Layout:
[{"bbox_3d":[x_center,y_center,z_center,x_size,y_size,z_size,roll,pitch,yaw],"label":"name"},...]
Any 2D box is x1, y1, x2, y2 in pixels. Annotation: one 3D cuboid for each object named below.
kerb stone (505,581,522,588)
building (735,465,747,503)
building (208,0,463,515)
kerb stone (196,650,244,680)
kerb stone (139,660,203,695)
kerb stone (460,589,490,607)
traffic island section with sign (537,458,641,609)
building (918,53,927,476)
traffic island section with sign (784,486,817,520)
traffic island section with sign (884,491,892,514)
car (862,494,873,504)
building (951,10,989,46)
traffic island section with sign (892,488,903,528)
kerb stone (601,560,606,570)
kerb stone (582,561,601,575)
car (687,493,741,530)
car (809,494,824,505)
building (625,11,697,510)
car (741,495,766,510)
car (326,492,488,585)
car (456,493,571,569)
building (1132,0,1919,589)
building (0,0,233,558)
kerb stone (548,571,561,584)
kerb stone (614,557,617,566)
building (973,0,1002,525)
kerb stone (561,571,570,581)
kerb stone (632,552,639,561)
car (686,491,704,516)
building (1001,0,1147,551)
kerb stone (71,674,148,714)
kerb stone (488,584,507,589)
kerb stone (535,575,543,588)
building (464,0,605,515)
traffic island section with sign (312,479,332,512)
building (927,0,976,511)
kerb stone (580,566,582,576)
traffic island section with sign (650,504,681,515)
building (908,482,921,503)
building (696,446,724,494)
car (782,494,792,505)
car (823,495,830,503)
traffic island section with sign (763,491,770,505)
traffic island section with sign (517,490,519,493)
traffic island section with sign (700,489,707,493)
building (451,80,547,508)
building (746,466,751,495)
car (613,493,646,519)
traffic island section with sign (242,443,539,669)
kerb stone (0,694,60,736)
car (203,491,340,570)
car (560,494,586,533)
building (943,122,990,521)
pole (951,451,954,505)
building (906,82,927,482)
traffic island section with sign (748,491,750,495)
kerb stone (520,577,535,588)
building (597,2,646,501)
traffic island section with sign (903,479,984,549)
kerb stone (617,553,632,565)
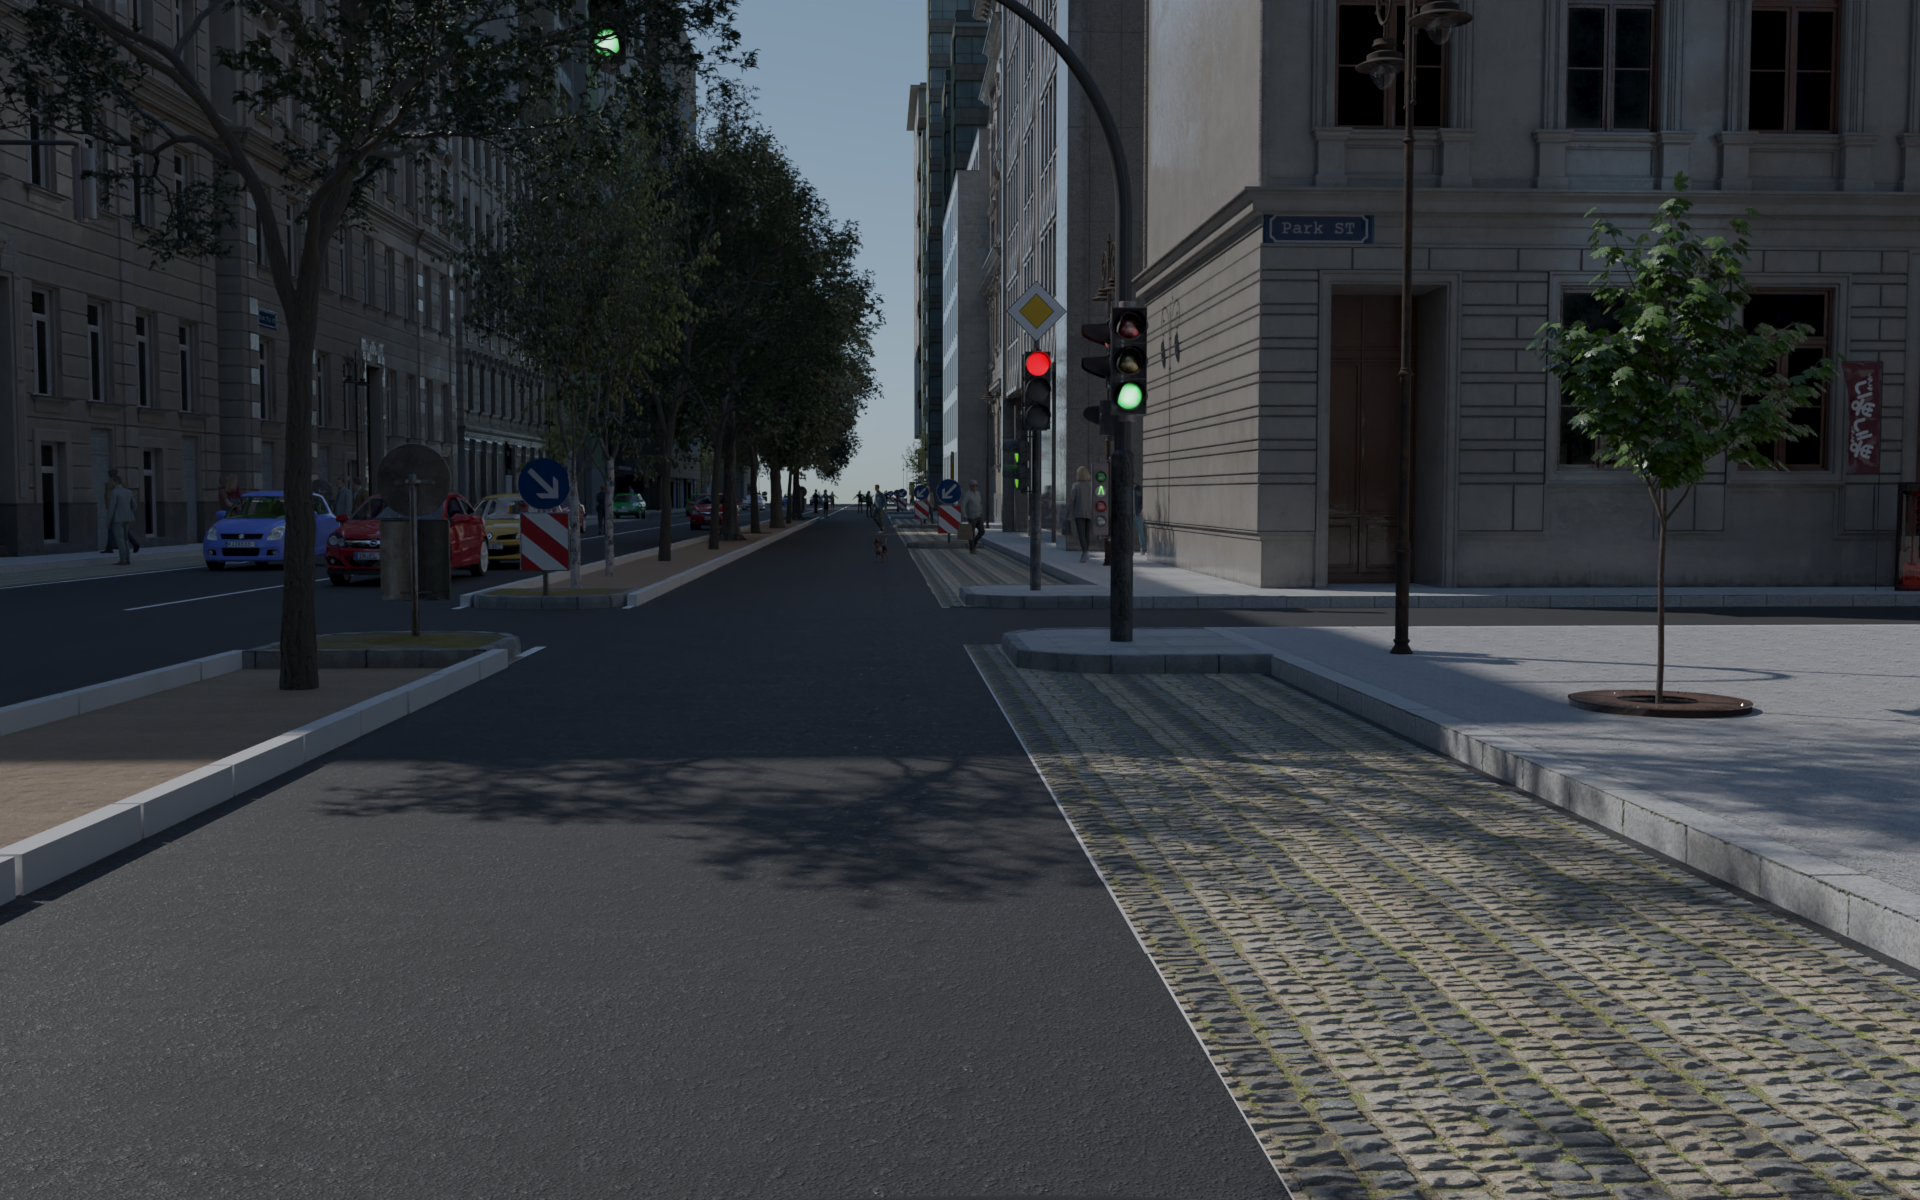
[{"bbox_3d":[-6.409,-0.143,24.527,0.120,0.150,1.000,0,4,-3],"label":"kerb stone"},{"bbox_3d":[-34.244,-32.566,216.048,14.154,41.232,14.086,0,4,-3],"label":"building"},{"bbox_3d":[-25.666,-15.968,58.348,12.463,27.353,25.104,0,4,-3],"label":"building"},{"bbox_3d":[-5.882,0.517,13.743,0.120,0.150,1.000,0,4,-3],"label":"kerb stone"},{"bbox_3d":[-5.835,0.582,12.717,0.120,0.150,1.000,0,4,-3],"label":"kerb stone"},{"bbox_3d":[-6.308,-0.014,22.479,0.120,0.150,1.000,0,4,-3],"label":"kerb stone"},{"bbox_3d":[-5.265,-0.877,22.469,2.006,1.907,1.989,0,4,-3],"label":"traffic island section with sign"},{"bbox_3d":[8.262,-32.954,158.409,23.786,49.044,30.456,0,4,-3],"label":"building"},{"bbox_3d":[-8.967,-5.467,97.517,2.006,1.907,1.989,0,4,-3],"label":"traffic island section with sign"},{"bbox_3d":[-4.209,-6.988,122.888,1.989,1.847,2.006,0,4,-3],"label":"traffic island section with sign"},{"bbox_3d":[-13.191,-14.440,244.892,1.959,1.807,4.718,0,4,-5],"label":"car"},{"bbox_3d":[6.350,-20.561,107.871,14.160,30.474,14.107,0,4,-3],"label":"building"},{"bbox_3d":[-1.749,-3.931,72.897,1.989,1.847,2.006,0,4,-3],"label":"traffic island section with sign"},{"bbox_3d":[-6.816,-0.644,32.722,0.120,0.150,1.000,0,4,-3],"label":"kerb stone"},{"bbox_3d":[-6.765,-0.581,31.691,0.120,0.150,1.000,0,4,-3],"label":"kerb stone"},{"bbox_3d":[-9.950,-3.746,70.280,2.155,1.783,4.494,0,4,-4],"label":"car"},{"bbox_3d":[-18.279,-12.820,221.616,2.014,1.417,4.499,0,4,-1],"label":"car"},{"bbox_3d":[-31.879,-31.179,159.892,14.600,45.320,14.200,0,4,-3],"label":"building"},{"bbox_3d":[-18.401,-8.692,154.481,2.083,1.381,4.827,0,4,-1],"label":"car"},{"bbox_3d":[-9.125,-1.207,28.779,2.155,1.783,4.494,0,4,-3],"label":"car"},{"bbox_3d":[-8.906,-1.488,34.551,2.015,1.641,3.980,0,4,-1],"label":"car"},{"bbox_3d":[13.569,-11.749,28.248,21.152,22.565,11.583,0,4,-3],"label":"building"},{"bbox_3d":[-24.742,-14.434,33.262,12.463,27.353,25.104,0,4,-3],"label":"building"},{"bbox_3d":[-6.559,-0.330,27.598,0.120,0.150,1.000,0,4,-3],"label":"kerb stone"},{"bbox_3d":[-6.868,-0.706,33.742,0.120,0.150,1.000,0,4,-3],"label":"kerb stone"},{"bbox_3d":[8.036,-17.280,69.919,14.401,28.519,23.554,0,4,-3],"label":"building"},{"bbox_3d":[-6.614,-0.393,28.629,0.120,0.150,1.000,0,4,-3],"label":"kerb stone"},{"bbox_3d":[-7.011,-0.894,36.809,0.120,0.150,1.000,0,4,-3],"label":"kerb stone"},{"bbox_3d":[-16.822,-6.362,112.816,1.959,1.807,4.718,0,4,-3],"label":"car"},{"bbox_3d":[7.888,-14.084,48.297,12.078,24.808,19.932,0,4,-3],"label":"building"},{"bbox_3d":[-5.774,0.645,11.694,0.120,0.150,1.000,0,4,-3],"label":"kerb stone"},{"bbox_3d":[-6.354,-0.080,23.503,0.120,0.150,1.000,0,4,-3],"label":"kerb stone"},{"bbox_3d":[-6.512,-0.264,26.568,0.120,0.150,1.000,0,4,-3],"label":"kerb stone"},{"bbox_3d":[-29.630,-25.692,103.651,14.154,41.232,14.086,0,4,-3],"label":"building"},{"bbox_3d":[-16.825,-2.236,45.180,1.989,1.847,2.006,0,4,-3],"label":"traffic island section with sign"},{"bbox_3d":[4.369,-27.648,135.631,14.154,41.232,14.086,0,4,-3],"label":"building"},{"bbox_3d":[-6.657,-0.456,29.650,0.120,0.150,1.000,0,4,-3],"label":"kerb stone"},{"bbox_3d":[-20.553,-6.874,121.010,1.989,1.847,2.006,0,4,-3],"label":"traffic island section with sign"},{"bbox_3d":[8.794,-33.899,246.124,32.217,40.220,23.993,0,4,-3],"label":"building"},{"bbox_3d":[-40.627,-21.396,194.859,27.650,21.520,28.899,0,4,-3],"label":"building"},{"bbox_3d":[-21.617,-12.814,219.105,1.945,1.707,3.694,0,4,-2],"label":"car"},{"bbox_3d":[-19.415,-14.714,252.938,2.083,1.381,4.827,0,4,-4],"label":"car"},{"bbox_3d":[-25.987,-13.623,231.369,1.989,1.847,2.006,0,4,-3],"label":"traffic island section with sign"},{"bbox_3d":[-18.148,-3.882,72.103,1.989,1.847,2.006,0,4,-3],"label":"traffic island section with sign"},{"bbox_3d":[-21.892,-8.531,148.116,1.989,1.847,2.006,0,4,-3],"label":"traffic island section with sign"},{"bbox_3d":[-25.696,-14.138,80.302,9.793,20.994,18.267,0,4,-3],"label":"building"},{"bbox_3d":[-35.580,-35.467,229.991,14.600,45.320,14.200,0,4,-3],"label":"building"},{"bbox_3d":[-19.361,-5.636,100.948,1.959,1.807,4.718,0,4,-4],"label":"car"},{"bbox_3d":[-4.910,-0.424,15.070,2.006,1.907,1.989,0,4,-3],"label":"traffic island section with sign"},{"bbox_3d":[-5.724,0.707,10.673,0.120,0.150,1.000,0,4,-3],"label":"kerb stone"},{"bbox_3d":[-13.427,-1.488,33.922,1.945,1.707,3.694,0,4,-2],"label":"car"},{"bbox_3d":[-14.642,-3.257,62.288,2.155,1.783,4.494,0,4,-3],"label":"car"},{"bbox_3d":[4.648,-14.400,90.198,10.420,20.320,16.860,0,4,-3],"label":"building"},{"bbox_3d":[-0.362,-5.444,82.853,0.158,3.312,0.155,0,3,0],"label":"pole"},{"bbox_3d":[7.858,-38.547,219.490,28.713,52.752,27.495,0,4,-3],"label":"building"},{"bbox_3d":[-24.653,-11.963,204.227,1.989,1.847,2.006,0,4,-3],"label":"traffic island section with sign"},{"bbox_3d":[-6.463,-0.205,25.547,0.120,0.150,1.000,0,4,-3],"label":"kerb stone"},{"bbox_3d":[-37.419,-32.730,124.370,28.713,52.752,27.495,0,4,-3],"label":"building"},{"bbox_3d":[-0.422,-2.284,45.974,1.989,1.847,2.006,0,4,-3],"label":"traffic island section with sign"},{"bbox_3d":[-6.965,-0.829,35.788,0.120,0.150,1.000,0,4,-3],"label":"kerb stone"}]
